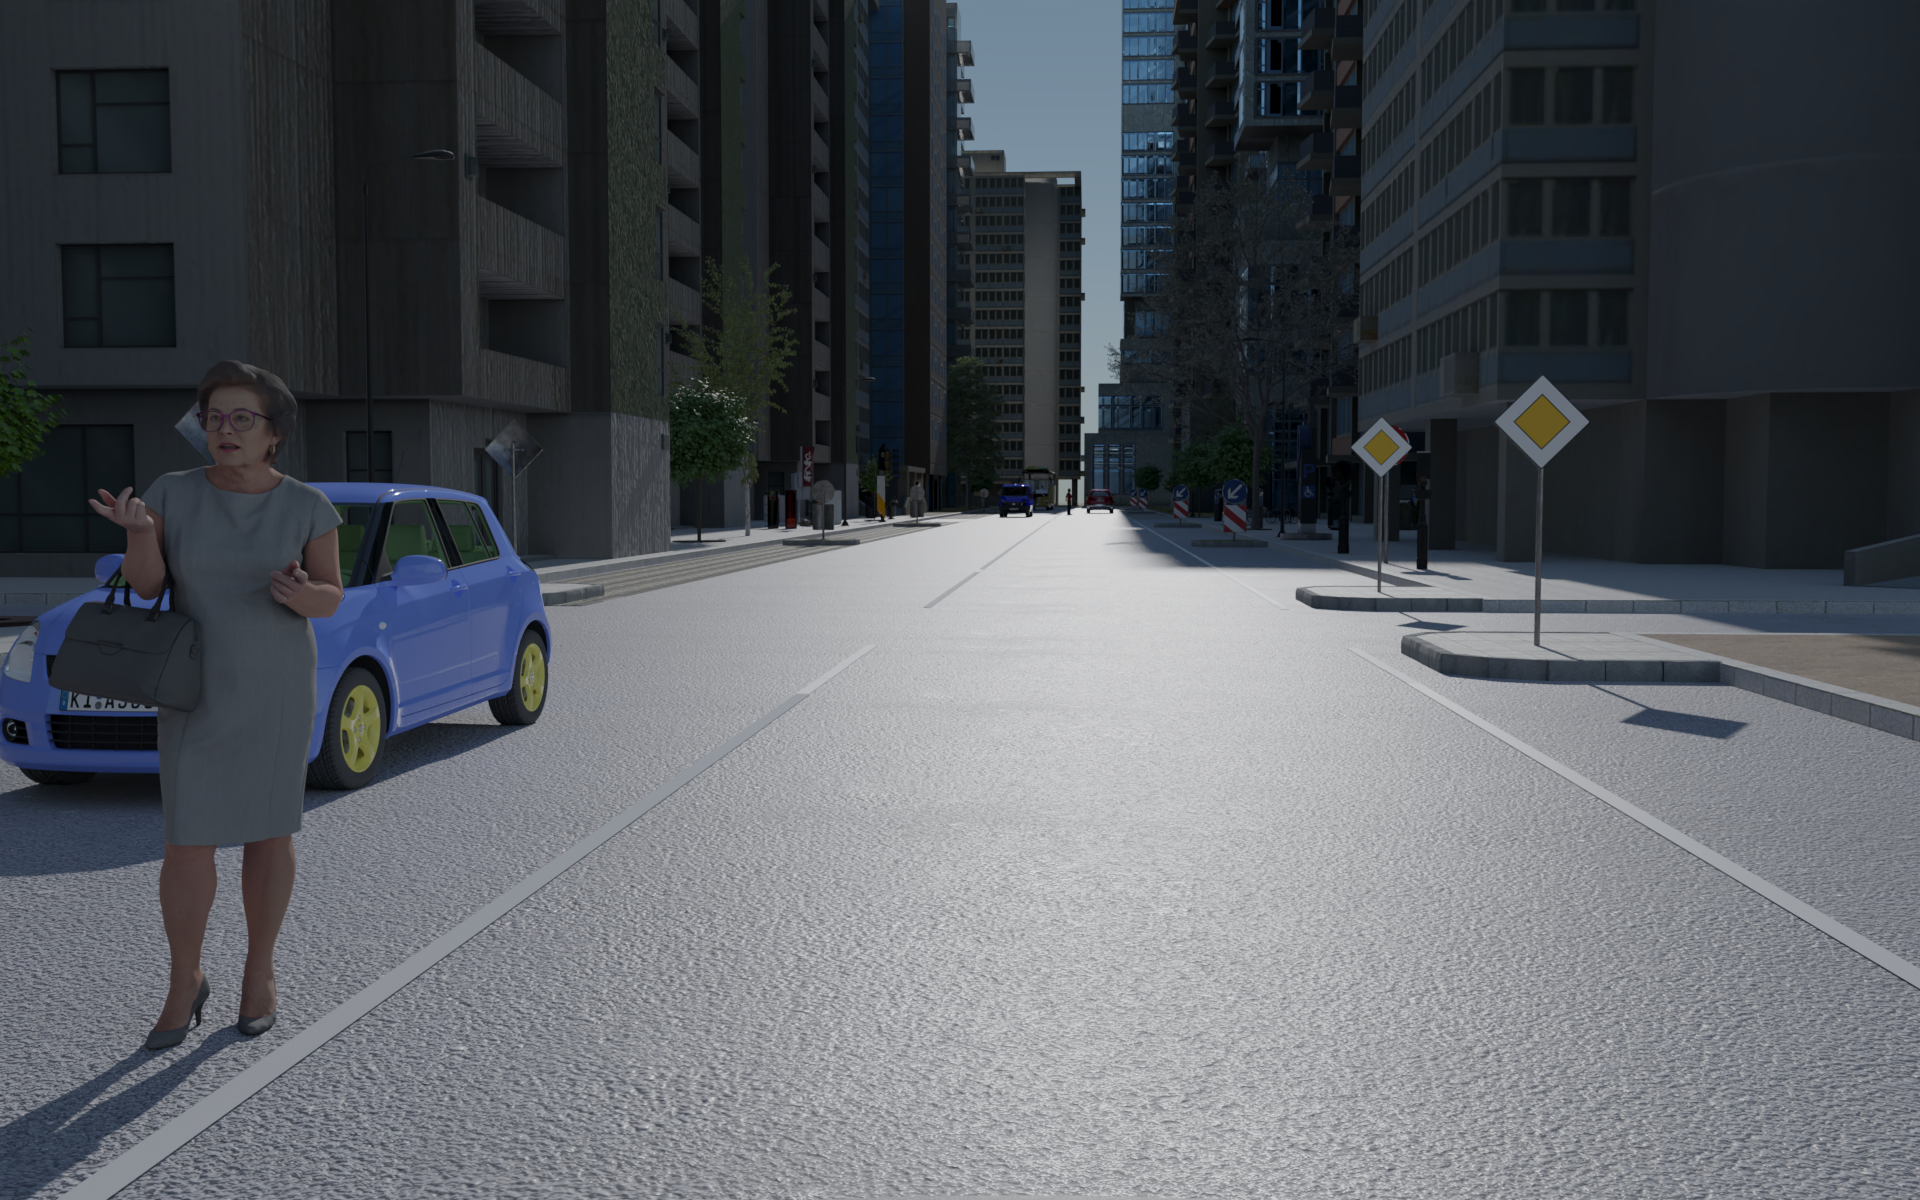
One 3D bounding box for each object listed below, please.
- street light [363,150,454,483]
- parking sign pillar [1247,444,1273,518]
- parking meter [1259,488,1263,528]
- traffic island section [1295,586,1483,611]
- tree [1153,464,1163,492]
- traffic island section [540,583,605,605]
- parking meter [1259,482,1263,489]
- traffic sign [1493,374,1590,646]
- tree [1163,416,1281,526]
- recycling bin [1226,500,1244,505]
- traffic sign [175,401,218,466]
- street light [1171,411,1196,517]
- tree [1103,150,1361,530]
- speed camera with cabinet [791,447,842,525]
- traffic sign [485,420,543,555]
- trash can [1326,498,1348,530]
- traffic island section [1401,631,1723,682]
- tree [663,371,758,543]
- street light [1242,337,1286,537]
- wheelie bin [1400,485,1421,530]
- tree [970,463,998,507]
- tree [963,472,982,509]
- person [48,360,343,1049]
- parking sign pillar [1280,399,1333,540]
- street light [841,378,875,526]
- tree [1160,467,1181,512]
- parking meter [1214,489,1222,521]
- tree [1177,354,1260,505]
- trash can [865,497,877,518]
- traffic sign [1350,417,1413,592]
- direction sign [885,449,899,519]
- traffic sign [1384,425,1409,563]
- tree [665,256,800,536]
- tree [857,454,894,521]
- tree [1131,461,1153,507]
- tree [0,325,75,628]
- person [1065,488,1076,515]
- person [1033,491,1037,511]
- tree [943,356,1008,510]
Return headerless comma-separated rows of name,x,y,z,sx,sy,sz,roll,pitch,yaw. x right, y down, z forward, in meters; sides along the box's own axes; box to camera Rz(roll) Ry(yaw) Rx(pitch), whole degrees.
street light,-7.527,-3.122,23.591,1.470,5.913,1.316,0,4,4
parking sign pillar,16.305,-6.466,94.193,1.447,3.967,1.447,2,4,24
parking meter,11.173,-3.457,64.926,0.372,1.533,0.369,0,3,0
traffic island section,5.500,-0.023,22.652,2.009,0.180,2.903,0,4,4
tree,12.955,-6.759,94.230,4.285,4.588,4.351,0,3,0
traffic island section,-6.059,-0.075,23.511,2.009,0.180,2.903,0,4,4
parking meter,14.138,-4.642,81.605,0.255,1.863,0.399,0,4,2
traffic sign,4.885,-0.671,14.614,0.795,2.450,0.064,0,4,4
tree,11.505,-5.343,71.078,4.285,4.588,4.351,0,3,0
recycling bin,12.725,-4.136,80.182,0.722,1.027,0.722,0,4,-3
traffic sign,-6.626,-0.724,15.485,0.795,2.450,0.064,0,4,4
street light,12.521,-7.616,97.066,1.470,5.913,1.316,0,4,4
tree,10.584,-9.247,61.557,12.009,13.543,11.850,0,3,0
speed camera with cabinet,-6.028,-4.791,72.669,2.038,3.252,0.660,-1,4,-21
traffic sign,-6.035,-1.211,23.448,0.795,2.450,0.064,0,4,4
trash can,13.350,-3.040,61.365,0.748,1.137,0.748,0,3,0
traffic island section,4.910,0.464,14.689,2.009,0.180,2.903,0,4,4
tree,-7.074,-3.828,46.300,4.285,4.588,4.351,0,3,0
street light,9.033,-4.818,51.322,1.470,5.913,1.316,0,4,4
wheelie bin,15.855,-3.265,61.291,0.693,1.594,0.980,-3,5,-39
tree,2.281,-11.763,176.042,4.285,4.588,4.351,0,3,0
tree,0.931,-9.435,148.860,1.663,3.219,1.824,0,3,0
person,-1.983,0.266,4.513,0.716,1.782,0.532,-1,4,-17
parking sign pillar,9.719,-3.670,48.470,1.447,3.967,1.447,0,4,7
street light,-4.076,-5.920,69.338,1.470,5.913,1.316,0,4,4
tree,15.050,-7.850,122.949,1.663,3.219,1.824,0,3,0
parking meter,12.098,-4.448,81.129,0.372,1.533,0.369,0,3,0
tree,13.093,-8.315,86.316,4.360,8.622,3.978,0,3,0
trash can,-4.687,-4.873,91.326,0.748,1.137,0.748,0,3,0
traffic sign,5.476,-1.158,22.577,0.795,2.450,0.064,0,4,4
direction sign,-3.494,-5.855,87.731,0.876,3.537,0.379,1,4,23
traffic sign,7.887,-1.950,31.995,0.768,2.556,0.104,1,4,9
tree,-6.704,-6.259,52.704,4.737,8.622,4.395,0,3,0
tree,-4.227,-5.419,83.199,1.663,3.219,1.824,0,3,0
tree,18.588,-11.455,171.006,4.285,4.588,4.351,0,3,0
tree,-9.698,-1.362,16.872,1.663,3.219,1.824,0,3,0
person,7.502,-6.732,118.502,0.705,1.831,1.348,-2,4,-24
person,6.425,-8.403,146.709,0.721,1.723,1.217,0,4,7
tree,0.289,-13.736,142.711,7.486,12.596,7.792,0,3,0
